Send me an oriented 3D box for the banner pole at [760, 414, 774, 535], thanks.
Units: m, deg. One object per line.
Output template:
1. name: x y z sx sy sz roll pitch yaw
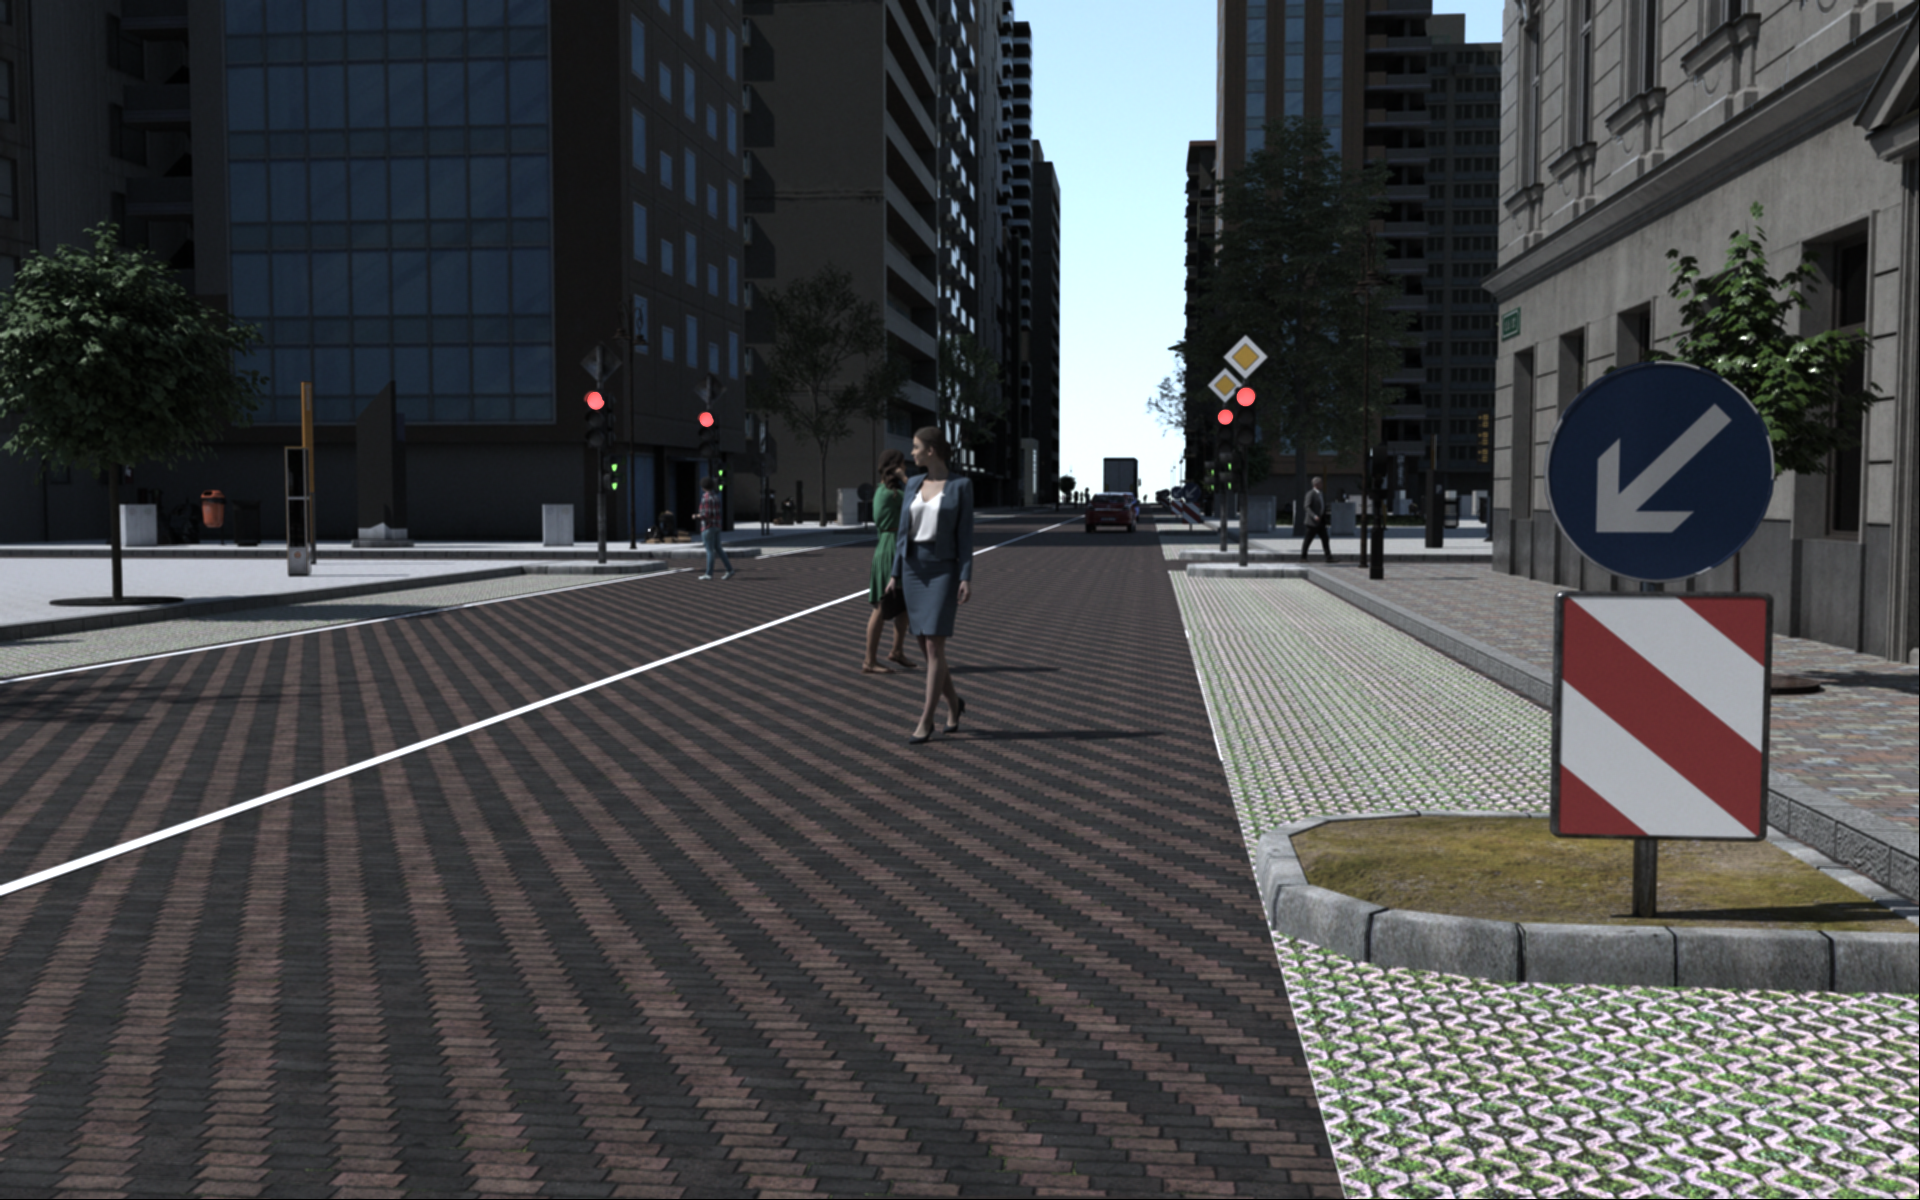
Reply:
1. banner pole: -6.052 -3.894 53.689 0.401 3.779 0.863 1 4 15

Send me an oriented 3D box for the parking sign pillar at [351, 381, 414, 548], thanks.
1. parking sign pillar: -13.927 -3.255 41.687 1.447 3.967 1.447 2 4 33

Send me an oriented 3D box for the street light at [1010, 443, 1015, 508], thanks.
1. street light: 4.623 -11.086 154.038 0.468 5.910 1.993 0 4 6

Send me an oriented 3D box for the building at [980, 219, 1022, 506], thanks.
1. building: -1.027 -25.054 181.339 14.160 30.474 14.107 0 4 6

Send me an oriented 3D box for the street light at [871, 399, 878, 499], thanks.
1. street light: -3.819 -6.366 76.877 0.468 5.910 1.993 0 4 6

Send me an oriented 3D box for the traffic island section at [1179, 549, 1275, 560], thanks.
1. traffic island section: 5.907 -1.002 38.671 2.009 0.180 2.903 0 4 6

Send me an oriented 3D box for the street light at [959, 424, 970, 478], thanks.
1. street light: 0.175 -8.606 113.490 0.468 5.910 1.993 0 4 6

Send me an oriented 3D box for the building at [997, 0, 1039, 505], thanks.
1. building: -1.030 -55.107 213.667 22.319 86.520 31.000 0 4 6

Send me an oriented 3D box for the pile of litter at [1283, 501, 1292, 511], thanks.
1. pile of litter: 19.778 -5.441 102.926 1.176 0.858 1.719 3 5 43

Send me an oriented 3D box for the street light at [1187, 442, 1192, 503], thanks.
1. street light: 20.150 -10.966 152.086 0.468 5.910 1.993 0 4 6

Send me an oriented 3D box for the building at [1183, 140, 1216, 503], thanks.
1. building: 38.461 -34.001 210.547 22.147 44.769 28.867 0 4 6

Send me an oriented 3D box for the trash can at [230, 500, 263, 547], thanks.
1. trash can: -17.502 -1.888 42.519 0.748 1.137 0.748 0 3 0

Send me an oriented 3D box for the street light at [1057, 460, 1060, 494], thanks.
1. street light: 13.417 -16.119 236.326 0.468 5.910 1.993 0 4 6

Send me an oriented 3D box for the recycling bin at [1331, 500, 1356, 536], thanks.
1. recycling bin: 11.916 -2.525 53.837 0.722 1.027 0.722 1 4 16

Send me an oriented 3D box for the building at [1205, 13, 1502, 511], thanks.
1. building: 37.013 -27.706 144.879 32.217 40.220 23.993 0 4 6

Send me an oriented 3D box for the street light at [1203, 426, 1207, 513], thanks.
1. street light: 16.303 -8.726 115.457 0.468 5.910 1.993 0 4 6

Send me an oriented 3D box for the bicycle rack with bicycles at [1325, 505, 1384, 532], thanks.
1. bicycle rack with bicycles: 12.872 -2.769 58.660 2.925 0.926 2.852 -3 5 -39

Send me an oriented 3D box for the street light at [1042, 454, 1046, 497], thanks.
1. street light: 9.633 -13.878 199.690 0.468 5.910 1.993 0 4 6

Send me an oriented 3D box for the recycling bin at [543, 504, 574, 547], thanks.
1. recycling bin: -9.884 -1.839 42.629 0.722 1.027 0.722 -1 4 -11

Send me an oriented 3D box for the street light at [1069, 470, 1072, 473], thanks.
1. street light: 17.494 -18.369 273.119 0.468 5.910 1.993 0 4 6

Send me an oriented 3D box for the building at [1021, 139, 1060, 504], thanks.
1. building: 2.707 -37.745 240.827 21.300 48.544 21.600 0 4 6

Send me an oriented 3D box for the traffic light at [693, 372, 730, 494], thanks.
1. traffic light: -5.727 -3.111 39.794 0.839 4.253 0.868 0 4 6

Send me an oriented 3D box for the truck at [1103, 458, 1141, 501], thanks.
1. truck: 12.969 -9.173 138.893 2.839 4.237 11.283 0 4 7

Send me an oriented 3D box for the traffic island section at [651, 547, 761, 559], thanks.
1. traffic island section: -5.766 -1.080 39.933 2.009 0.180 2.903 0 4 6

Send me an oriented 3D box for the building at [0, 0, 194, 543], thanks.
1. building: -31.179 -22.378 49.474 14.086 41.232 14.154 0 4 6

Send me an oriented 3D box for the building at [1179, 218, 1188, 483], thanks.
1. building: 44.511 -38.835 254.552 23.786 49.044 30.456 0 4 6

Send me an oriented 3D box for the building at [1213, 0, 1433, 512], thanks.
1. building: 25.876 -29.130 126.393 14.600 45.320 14.200 0 4 6

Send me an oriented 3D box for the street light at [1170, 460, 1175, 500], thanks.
1. street light: 28.997 -15.997 234.331 0.468 5.910 1.993 0 4 6

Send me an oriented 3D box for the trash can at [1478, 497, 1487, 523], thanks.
1. trash can: 23.235 -3.961 76.409 0.748 1.137 0.748 0 3 0

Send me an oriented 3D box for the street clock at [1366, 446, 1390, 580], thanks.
1. street clock: 6.271 -1.311 26.010 0.358 2.002 0.471 0 4 8

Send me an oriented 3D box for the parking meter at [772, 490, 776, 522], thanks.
1. parking meter: -8.390 -4.215 77.327 0.372 1.533 0.369 0 3 0

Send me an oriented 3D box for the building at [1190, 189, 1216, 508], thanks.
1. building: 29.682 -24.106 165.829 14.160 30.474 14.107 0 4 6

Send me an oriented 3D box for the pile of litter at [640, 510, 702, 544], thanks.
1. pile of litter: -7.549 -1.920 45.360 1.719 0.858 1.176 -1 4 -17

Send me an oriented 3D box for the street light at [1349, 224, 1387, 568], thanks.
1. street light: 7.027 -3.498 29.986 0.468 5.910 1.993 0 4 6

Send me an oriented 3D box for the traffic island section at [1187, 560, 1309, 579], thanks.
1. traffic island section: 5.049 -0.517 30.732 2.009 0.180 2.903 0 4 6

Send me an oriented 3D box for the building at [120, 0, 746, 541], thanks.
1. building: -15.095 -24.637 52.931 14.600 45.320 14.200 0 4 6

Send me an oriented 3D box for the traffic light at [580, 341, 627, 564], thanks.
1. traffic light: -6.585 -2.626 31.855 0.839 4.253 0.868 0 4 6

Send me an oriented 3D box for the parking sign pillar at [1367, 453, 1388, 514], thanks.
1. parking sign pillar: 24.647 -6.982 102.635 1.447 3.967 1.447 1 4 22

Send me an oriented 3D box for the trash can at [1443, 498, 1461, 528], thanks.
1. trash can: 18.399 -3.260 64.960 0.748 1.137 0.748 0 3 0

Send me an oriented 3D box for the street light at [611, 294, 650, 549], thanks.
1. street light: -7.625 -4.126 40.244 0.468 5.910 1.993 0 4 6

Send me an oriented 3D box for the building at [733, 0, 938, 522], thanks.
1. building: -12.970 -28.553 90.541 21.300 48.544 21.600 0 4 6

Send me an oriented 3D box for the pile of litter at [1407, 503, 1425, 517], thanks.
1. pile of litter: 21.259 -4.135 81.570 1.719 0.858 1.176 1 4 18

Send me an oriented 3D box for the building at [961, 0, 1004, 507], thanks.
1. building: -10.355 -34.880 159.523 28.713 52.752 27.495 0 4 6

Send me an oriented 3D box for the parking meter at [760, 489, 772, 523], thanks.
1. parking meter: -8.715 -4.191 76.938 0.372 1.533 0.369 0 3 0

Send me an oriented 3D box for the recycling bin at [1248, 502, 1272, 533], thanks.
1. recycling bin: 9.937 -2.748 57.477 0.722 1.027 0.722 1 4 20

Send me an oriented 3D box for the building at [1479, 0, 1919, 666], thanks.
1. building: 14.441 -14.039 5.952 17.030 29.872 44.131 0 4 6

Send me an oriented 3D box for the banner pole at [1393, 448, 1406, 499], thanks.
1. banner pole: 23.627 -6.327 93.460 0.863 3.779 0.401 -1 4 -12

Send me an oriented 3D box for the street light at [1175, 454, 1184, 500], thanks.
1. street light: 25.136 -13.752 197.625 0.468 5.910 1.993 0 4 6

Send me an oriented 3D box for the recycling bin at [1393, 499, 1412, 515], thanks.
1. recycling bin: 22.576 -4.638 88.383 0.722 1.027 0.722 -1 4 -16

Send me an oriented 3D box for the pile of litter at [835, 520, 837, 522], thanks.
1. pile of litter: -4.973 -3.942 78.414 1.176 0.858 1.719 -2 4 -33

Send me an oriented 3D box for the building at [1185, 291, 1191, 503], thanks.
1. building: 37.490 -28.245 233.506 14.160 30.474 14.107 0 4 6

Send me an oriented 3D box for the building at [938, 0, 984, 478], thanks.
1. building: -10.783 -31.251 130.556 23.786 49.044 30.456 0 4 6

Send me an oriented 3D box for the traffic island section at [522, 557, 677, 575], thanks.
1. traffic island section: -6.624 -0.594 31.994 2.009 0.180 2.903 0 4 6

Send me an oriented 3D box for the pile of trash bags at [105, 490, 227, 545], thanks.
1. pile of trash bags: -19.928 -2.089 43.900 3.447 1.369 1.912 2 4 24

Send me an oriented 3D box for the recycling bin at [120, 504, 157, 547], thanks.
1. recycling bin: -20.073 -1.821 42.319 0.722 1.027 0.722 -2 4 -34

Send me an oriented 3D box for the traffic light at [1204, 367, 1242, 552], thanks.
1. traffic light: 5.868 -3.036 38.561 0.839 4.253 0.868 0 4 6

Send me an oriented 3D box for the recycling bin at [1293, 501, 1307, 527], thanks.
1. recycling bin: 13.357 -3.353 67.377 0.722 1.027 0.722 1 4 13

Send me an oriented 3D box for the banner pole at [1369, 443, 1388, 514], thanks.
1. banner pole: 18.142 -5.206 75.135 0.863 3.779 0.401 -1 4 -9

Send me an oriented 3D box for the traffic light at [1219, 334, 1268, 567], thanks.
1. traffic light: 5.010 -2.551 30.622 0.839 4.253 0.868 0 4 6
